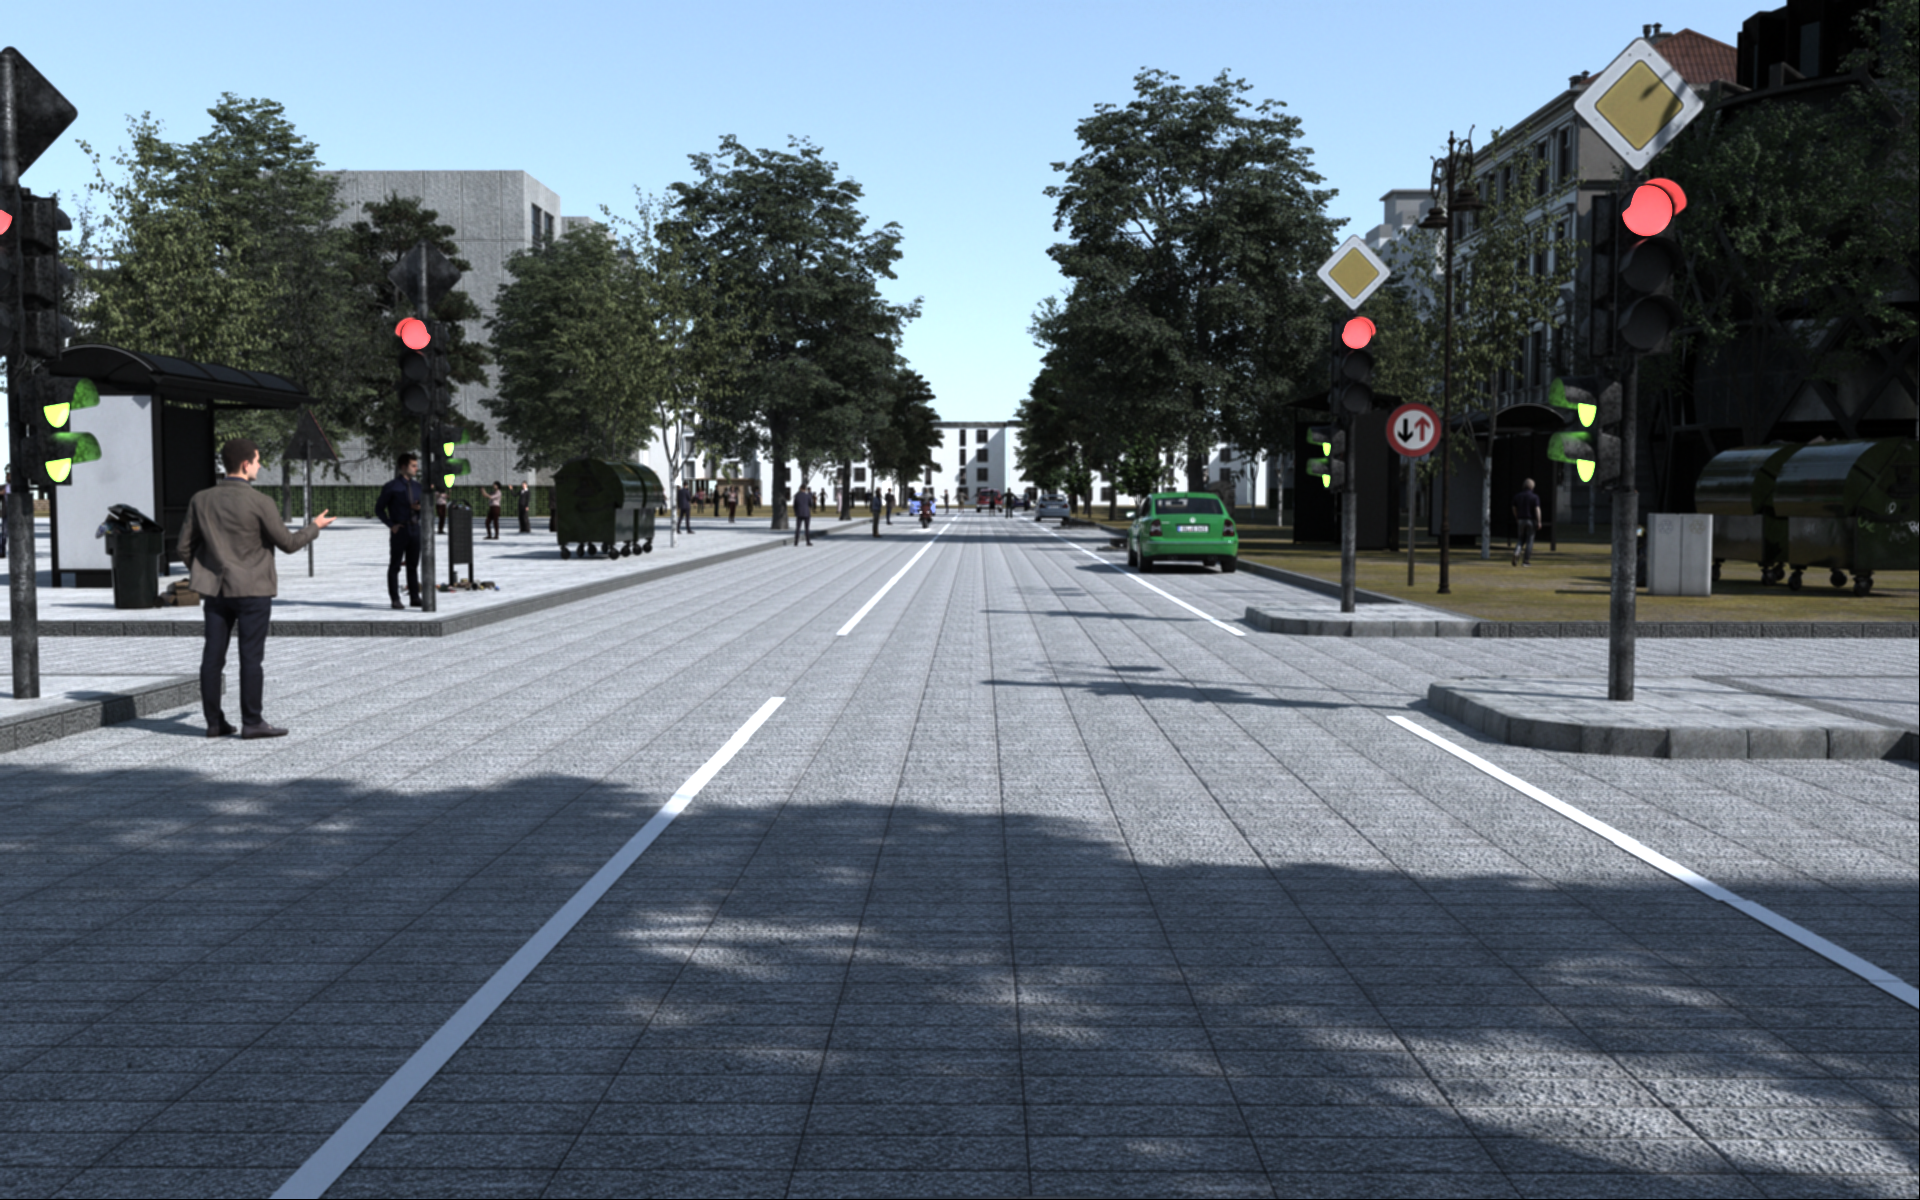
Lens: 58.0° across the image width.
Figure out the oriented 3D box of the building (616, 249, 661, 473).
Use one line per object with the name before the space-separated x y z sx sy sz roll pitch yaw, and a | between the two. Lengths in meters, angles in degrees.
building | -31.970 -16.855 131.997 16.016 20.091 11.380 0 4 1

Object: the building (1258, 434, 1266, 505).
building | 47.554 -15.823 200.847 28.070 9.664 9.099 0 4 1

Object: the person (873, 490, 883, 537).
person | -2.738 -2.868 57.453 0.319 1.574 0.516 -1 4 -10

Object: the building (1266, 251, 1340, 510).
building | 34.854 -16.400 134.599 16.747 18.905 31.486 0 4 1

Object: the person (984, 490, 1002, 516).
person | 2.102 -6.289 112.120 1.217 1.735 0.721 1 4 19

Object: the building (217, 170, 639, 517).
building | -31.966 -14.935 110.640 16.747 18.905 31.486 0 4 1

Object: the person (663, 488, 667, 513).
person | -19.619 -6.582 114.600 0.436 1.711 0.756 -3 5 -39

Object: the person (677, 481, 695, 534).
person | -8.918 -3.010 56.169 0.530 1.710 0.541 -3 5 -45

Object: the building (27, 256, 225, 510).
building | -69.589 -17.616 144.446 11.380 20.091 16.016 0 4 1

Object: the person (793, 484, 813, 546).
person | -4.329 -2.351 47.859 0.541 1.710 0.530 1 4 14

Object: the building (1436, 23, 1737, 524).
building | 31.202 -15.102 83.079 11.583 22.565 21.152 0 4 1

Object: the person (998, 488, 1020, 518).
person | 2.926 -5.807 103.461 1.348 1.821 0.705 0 4 -5

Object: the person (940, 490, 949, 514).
person | -1.159 -7.192 126.617 0.750 1.759 0.617 0 4 5

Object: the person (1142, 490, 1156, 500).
person | 7.962 -4.111 73.707 0.683 1.767 0.568 -3 5 -43

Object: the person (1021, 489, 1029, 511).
person | 5.466 -8.342 144.882 0.705 1.826 1.348 -2 4 -27

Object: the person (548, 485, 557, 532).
person | -13.586 -3.157 58.351 0.565 1.739 0.600 0 4 6

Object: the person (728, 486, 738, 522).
person | -10.254 -4.327 78.254 0.517 1.644 0.566 0 4 5

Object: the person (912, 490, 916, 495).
person | -3.411 -7.561 132.834 0.721 1.735 1.217 -1 4 -11

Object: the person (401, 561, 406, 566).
person | -9.736 -1.369 30.961 0.613 1.512 0.480 -1 4 -14

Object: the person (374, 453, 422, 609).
person | -6.198 -0.778 19.469 0.504 1.737 0.576 2 4 25

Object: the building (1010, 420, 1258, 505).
building | 19.487 -15.848 201.263 28.070 9.664 9.099 0 4 1

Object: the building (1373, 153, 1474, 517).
building | 33.831 -15.009 101.819 16.016 20.091 11.380 0 4 1

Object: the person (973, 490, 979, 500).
person | 1.771 -9.950 171.178 1.348 1.824 0.705 1 4 21

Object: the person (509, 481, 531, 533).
person | -14.648 -3.105 57.612 0.742 1.727 0.445 0 4 -7

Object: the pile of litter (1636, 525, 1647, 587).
pile of litter | 9.829 -0.628 24.226 1.176 0.858 1.719 2 4 26

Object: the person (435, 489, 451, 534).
person | -16.621 -2.947 55.694 0.517 1.644 0.566 -1 4 -16

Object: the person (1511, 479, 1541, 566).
person | 9.968 -1.374 30.716 0.471 1.553 0.569 -1 4 -11

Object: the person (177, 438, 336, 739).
person | -4.183 -0.080 10.345 0.617 1.759 0.750 2 4 24

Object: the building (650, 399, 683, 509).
building | -38.448 -12.589 147.982 28.070 9.664 9.099 0 4 1

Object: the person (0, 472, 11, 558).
person | -18.925 -1.696 34.591 0.655 1.722 0.431 -3 5 -42

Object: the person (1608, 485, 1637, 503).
person | 14.037 -1.820 36.629 0.431 1.722 0.655 -1 4 -16

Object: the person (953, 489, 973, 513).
person | 0.098 -7.318 128.158 1.348 1.824 0.705 0 4 8

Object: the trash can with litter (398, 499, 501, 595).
trash can with litter | -6.945 -0.733 23.042 1.678 1.210 2.233 1 4 14

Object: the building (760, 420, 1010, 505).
building | -8.627 -15.860 201.454 28.070 9.664 9.099 0 4 1

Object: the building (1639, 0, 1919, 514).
building | 34.893 -12.034 64.210 16.820 18.784 16.811 0 4 1

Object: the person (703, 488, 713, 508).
person | -24.612 -10.095 171.097 0.705 1.824 1.348 -2 4 -30

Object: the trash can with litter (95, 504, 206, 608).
trash can with litter | -9.161 -0.505 19.649 0.624 1.170 1.055 2 4 33

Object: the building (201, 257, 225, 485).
building | -58.217 -17.565 143.601 11.380 20.091 16.016 0 4 1

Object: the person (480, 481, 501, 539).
person | -13.241 -2.533 48.912 0.566 1.644 0.517 0 4 -1

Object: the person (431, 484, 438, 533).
person | -17.503 -3.073 57.230 0.436 1.711 0.756 -1 4 -17

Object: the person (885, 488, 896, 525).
person | -3.256 -4.387 81.051 0.431 1.722 0.655 -1 4 -20

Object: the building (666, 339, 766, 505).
building | -29.328 -21.363 205.710 11.380 20.091 16.016 0 4 1

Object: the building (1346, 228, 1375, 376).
building | 33.381 -15.704 113.183 16.016 20.091 11.380 0 4 1
